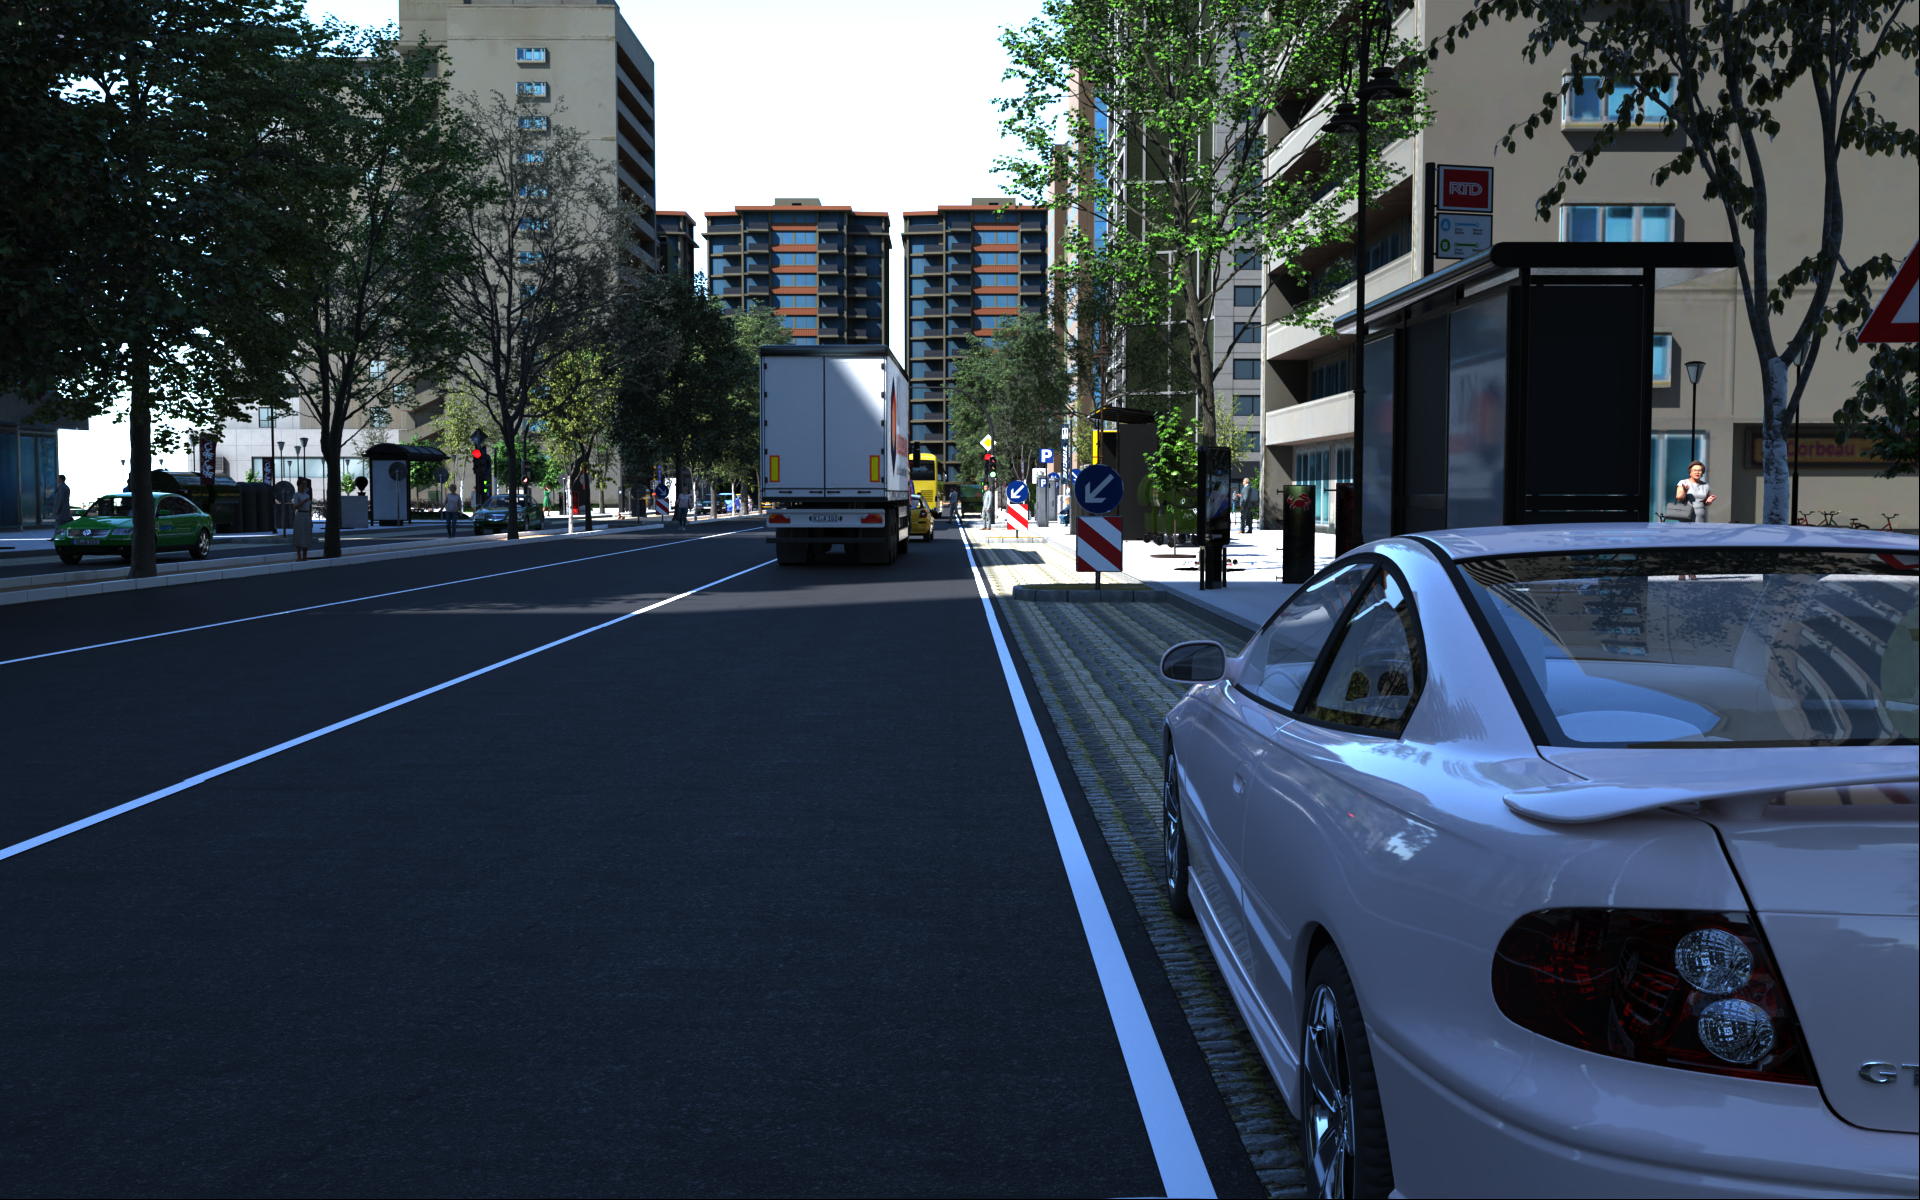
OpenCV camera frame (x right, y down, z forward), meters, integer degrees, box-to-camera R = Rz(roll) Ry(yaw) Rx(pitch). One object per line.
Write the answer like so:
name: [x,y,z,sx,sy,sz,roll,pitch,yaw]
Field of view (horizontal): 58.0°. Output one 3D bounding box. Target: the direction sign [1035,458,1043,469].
direction sign: [4.834,-7.112,108.271,0.876,3.537,0.379,3,5,41]

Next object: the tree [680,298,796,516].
tree: [-14.150,-12.469,112.979,9.857,13.997,8.962,0,3,0]

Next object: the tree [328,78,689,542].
tree: [-13.297,-8.459,51.126,12.009,13.543,11.850,0,3,0]

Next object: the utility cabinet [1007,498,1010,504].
utility cabinet: [3.525,-6.287,113.953,0.306,1.237,1.020,-3,4,-38]

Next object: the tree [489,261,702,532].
tree: [-14.096,-7.893,65.926,8.767,10.594,7.601,0,4,0]

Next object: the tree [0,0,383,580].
tree: [-13.583,-6.608,28.624,7.486,12.596,7.792,0,3,0]

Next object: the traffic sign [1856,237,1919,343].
traffic sign: [3.600,-0.373,6.108,0.884,2.594,0.081,0,4,7]

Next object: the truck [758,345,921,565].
truck: [-2.464,-3.012,38.167,2.839,4.237,11.283,0,4,1]

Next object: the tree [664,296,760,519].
tree: [-14.044,-10.848,97.956,7.486,12.596,7.792,0,3,0]

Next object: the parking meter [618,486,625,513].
parking meter: [-23.225,-6.919,118.841,0.399,1.863,0.255,2,4,31]

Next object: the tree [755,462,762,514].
tree: [-14.019,-11.317,121.896,8.767,10.594,7.601,0,4,0]

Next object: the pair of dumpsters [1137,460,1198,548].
pair of dumpsters: [5.437,-2.491,43.221,1.574,2.255,4.437,0,4,0]

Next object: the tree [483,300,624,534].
tree: [-13.480,-6.539,59.732,4.737,8.622,4.395,0,3,0]

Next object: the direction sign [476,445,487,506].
direction sign: [-22.237,-5.418,80.576,0.379,3.537,0.876,1,4,13]

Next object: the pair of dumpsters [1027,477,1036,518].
pair of dumpsters: [4.338,-5.729,96.166,1.574,2.255,4.437,0,4,0]

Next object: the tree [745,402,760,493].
tree: [-13.830,-9.354,105.761,4.737,8.622,4.395,0,3,0]

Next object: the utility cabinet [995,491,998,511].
utility cabinet: [2.604,-7.284,127.770,0.318,1.500,1.173,0,4,-1]

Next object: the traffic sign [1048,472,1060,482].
traffic sign: [5.463,-6.177,101.095,0.768,2.556,0.104,0,4,5]

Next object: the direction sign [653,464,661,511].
direction sign: [-23.144,-8.582,132.311,0.876,3.537,0.379,3,4,36]

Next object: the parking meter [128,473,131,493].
parking meter: [-22.428,-2.541,47.260,0.399,1.863,0.255,0,4,-7]

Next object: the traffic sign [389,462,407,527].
traffic sign: [-22.081,-4.155,68.041,0.768,2.556,0.104,0,4,6]

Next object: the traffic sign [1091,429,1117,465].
traffic sign: [5.257,-3.704,54.425,2.265,3.308,0.079,0,4,6]

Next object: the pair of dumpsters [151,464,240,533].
pair of dumpsters: [-24.195,-3.165,54.245,1.574,2.255,4.437,0,4,0]

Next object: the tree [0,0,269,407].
tree: [-13.615,-6.138,19.824,9.611,12.733,9.660,0,3,0]

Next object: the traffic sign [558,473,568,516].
traffic sign: [-23.538,-6.289,102.935,0.768,2.556,0.104,0,4,6]

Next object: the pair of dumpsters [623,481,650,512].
pair of dumpsters: [-23.266,-7.420,123.804,1.574,2.255,4.437,0,4,0]

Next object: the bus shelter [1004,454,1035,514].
bus shelter: [3.602,-6.922,104.456,1.731,3.624,6.357,0,4,0]

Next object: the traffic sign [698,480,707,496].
traffic sign: [-22.759,-9.363,153.192,0.768,2.556,0.104,0,4,3]

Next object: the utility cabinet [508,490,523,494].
utility cabinet: [-24.515,-5.361,96.331,1.173,1.500,0.318,1,4,15]

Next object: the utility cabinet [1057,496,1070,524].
utility cabinet: [4.668,-3.828,73.755,1.020,1.237,0.306,0,4,7]

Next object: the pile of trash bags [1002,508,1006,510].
pile of trash bags: [4.414,-8.188,143.626,1.912,1.369,3.447,0,4,-2]

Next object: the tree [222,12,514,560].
tree: [-13.632,-6.681,37.442,9.928,11.665,9.643,0,3,0]

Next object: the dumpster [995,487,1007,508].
dumpster: [3.278,-7.805,133.377,1.264,1.857,1.865,0,4,0]

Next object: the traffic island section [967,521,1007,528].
traffic island section: [1.344,-3.620,81.472,2.009,0.180,2.903,0,4,0]

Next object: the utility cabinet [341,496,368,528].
utility cabinet: [-22.845,-3.306,65.220,1.020,1.237,0.306,-2,4,-30]

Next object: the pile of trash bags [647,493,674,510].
pile of trash bags: [-24.473,-7.994,140.451,1.912,1.369,3.447,-1,4,-23]

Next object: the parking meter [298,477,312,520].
parking meter: [-21.927,-3.200,58.023,0.255,1.863,0.399,3,5,44]

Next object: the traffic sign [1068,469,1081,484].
traffic sign: [5.801,-5.311,86.946,0.768,2.556,0.104,0,4,0]

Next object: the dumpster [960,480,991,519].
dumpster: [0.968,-5.883,101.145,1.985,2.255,1.502,0,4,0]

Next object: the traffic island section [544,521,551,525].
traffic island section: [-20.397,-3.612,81.337,2.009,0.180,2.903,0,4,0]

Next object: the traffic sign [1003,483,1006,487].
traffic sign: [3.758,-9.573,156.631,0.768,2.556,0.104,1,4,9]

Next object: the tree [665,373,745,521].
tree: [-14.055,-8.505,91.876,4.737,8.622,4.395,0,3,0]

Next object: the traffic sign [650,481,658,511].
traffic sign: [-23.143,-7.887,131.077,0.606,2.300,0.079,1,4,8]

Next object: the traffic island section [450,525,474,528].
traffic island section: [-20.345,-3.124,73.352,2.009,0.180,2.903,0,4,0]

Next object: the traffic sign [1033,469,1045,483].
traffic sign: [3.220,-4.125,69.572,0.606,2.300,0.079,0,4,3]

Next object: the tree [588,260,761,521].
tree: [-13.725,-10.093,84.493,9.611,12.733,9.660,0,3,0]

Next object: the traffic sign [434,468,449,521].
traffic sign: [-24.866,-5.073,83.049,0.768,2.556,0.104,0,4,5]

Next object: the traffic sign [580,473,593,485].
traffic sign: [-22.425,-6.348,103.901,0.768,2.556,0.104,0,4,0]

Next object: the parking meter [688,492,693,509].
parking meter: [-22.741,-8.425,146.157,0.372,1.533,0.369,0,3,0]

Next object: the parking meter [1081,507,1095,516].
parking meter: [3.556,-2.424,48.040,0.372,1.533,0.369,0,3,0]
